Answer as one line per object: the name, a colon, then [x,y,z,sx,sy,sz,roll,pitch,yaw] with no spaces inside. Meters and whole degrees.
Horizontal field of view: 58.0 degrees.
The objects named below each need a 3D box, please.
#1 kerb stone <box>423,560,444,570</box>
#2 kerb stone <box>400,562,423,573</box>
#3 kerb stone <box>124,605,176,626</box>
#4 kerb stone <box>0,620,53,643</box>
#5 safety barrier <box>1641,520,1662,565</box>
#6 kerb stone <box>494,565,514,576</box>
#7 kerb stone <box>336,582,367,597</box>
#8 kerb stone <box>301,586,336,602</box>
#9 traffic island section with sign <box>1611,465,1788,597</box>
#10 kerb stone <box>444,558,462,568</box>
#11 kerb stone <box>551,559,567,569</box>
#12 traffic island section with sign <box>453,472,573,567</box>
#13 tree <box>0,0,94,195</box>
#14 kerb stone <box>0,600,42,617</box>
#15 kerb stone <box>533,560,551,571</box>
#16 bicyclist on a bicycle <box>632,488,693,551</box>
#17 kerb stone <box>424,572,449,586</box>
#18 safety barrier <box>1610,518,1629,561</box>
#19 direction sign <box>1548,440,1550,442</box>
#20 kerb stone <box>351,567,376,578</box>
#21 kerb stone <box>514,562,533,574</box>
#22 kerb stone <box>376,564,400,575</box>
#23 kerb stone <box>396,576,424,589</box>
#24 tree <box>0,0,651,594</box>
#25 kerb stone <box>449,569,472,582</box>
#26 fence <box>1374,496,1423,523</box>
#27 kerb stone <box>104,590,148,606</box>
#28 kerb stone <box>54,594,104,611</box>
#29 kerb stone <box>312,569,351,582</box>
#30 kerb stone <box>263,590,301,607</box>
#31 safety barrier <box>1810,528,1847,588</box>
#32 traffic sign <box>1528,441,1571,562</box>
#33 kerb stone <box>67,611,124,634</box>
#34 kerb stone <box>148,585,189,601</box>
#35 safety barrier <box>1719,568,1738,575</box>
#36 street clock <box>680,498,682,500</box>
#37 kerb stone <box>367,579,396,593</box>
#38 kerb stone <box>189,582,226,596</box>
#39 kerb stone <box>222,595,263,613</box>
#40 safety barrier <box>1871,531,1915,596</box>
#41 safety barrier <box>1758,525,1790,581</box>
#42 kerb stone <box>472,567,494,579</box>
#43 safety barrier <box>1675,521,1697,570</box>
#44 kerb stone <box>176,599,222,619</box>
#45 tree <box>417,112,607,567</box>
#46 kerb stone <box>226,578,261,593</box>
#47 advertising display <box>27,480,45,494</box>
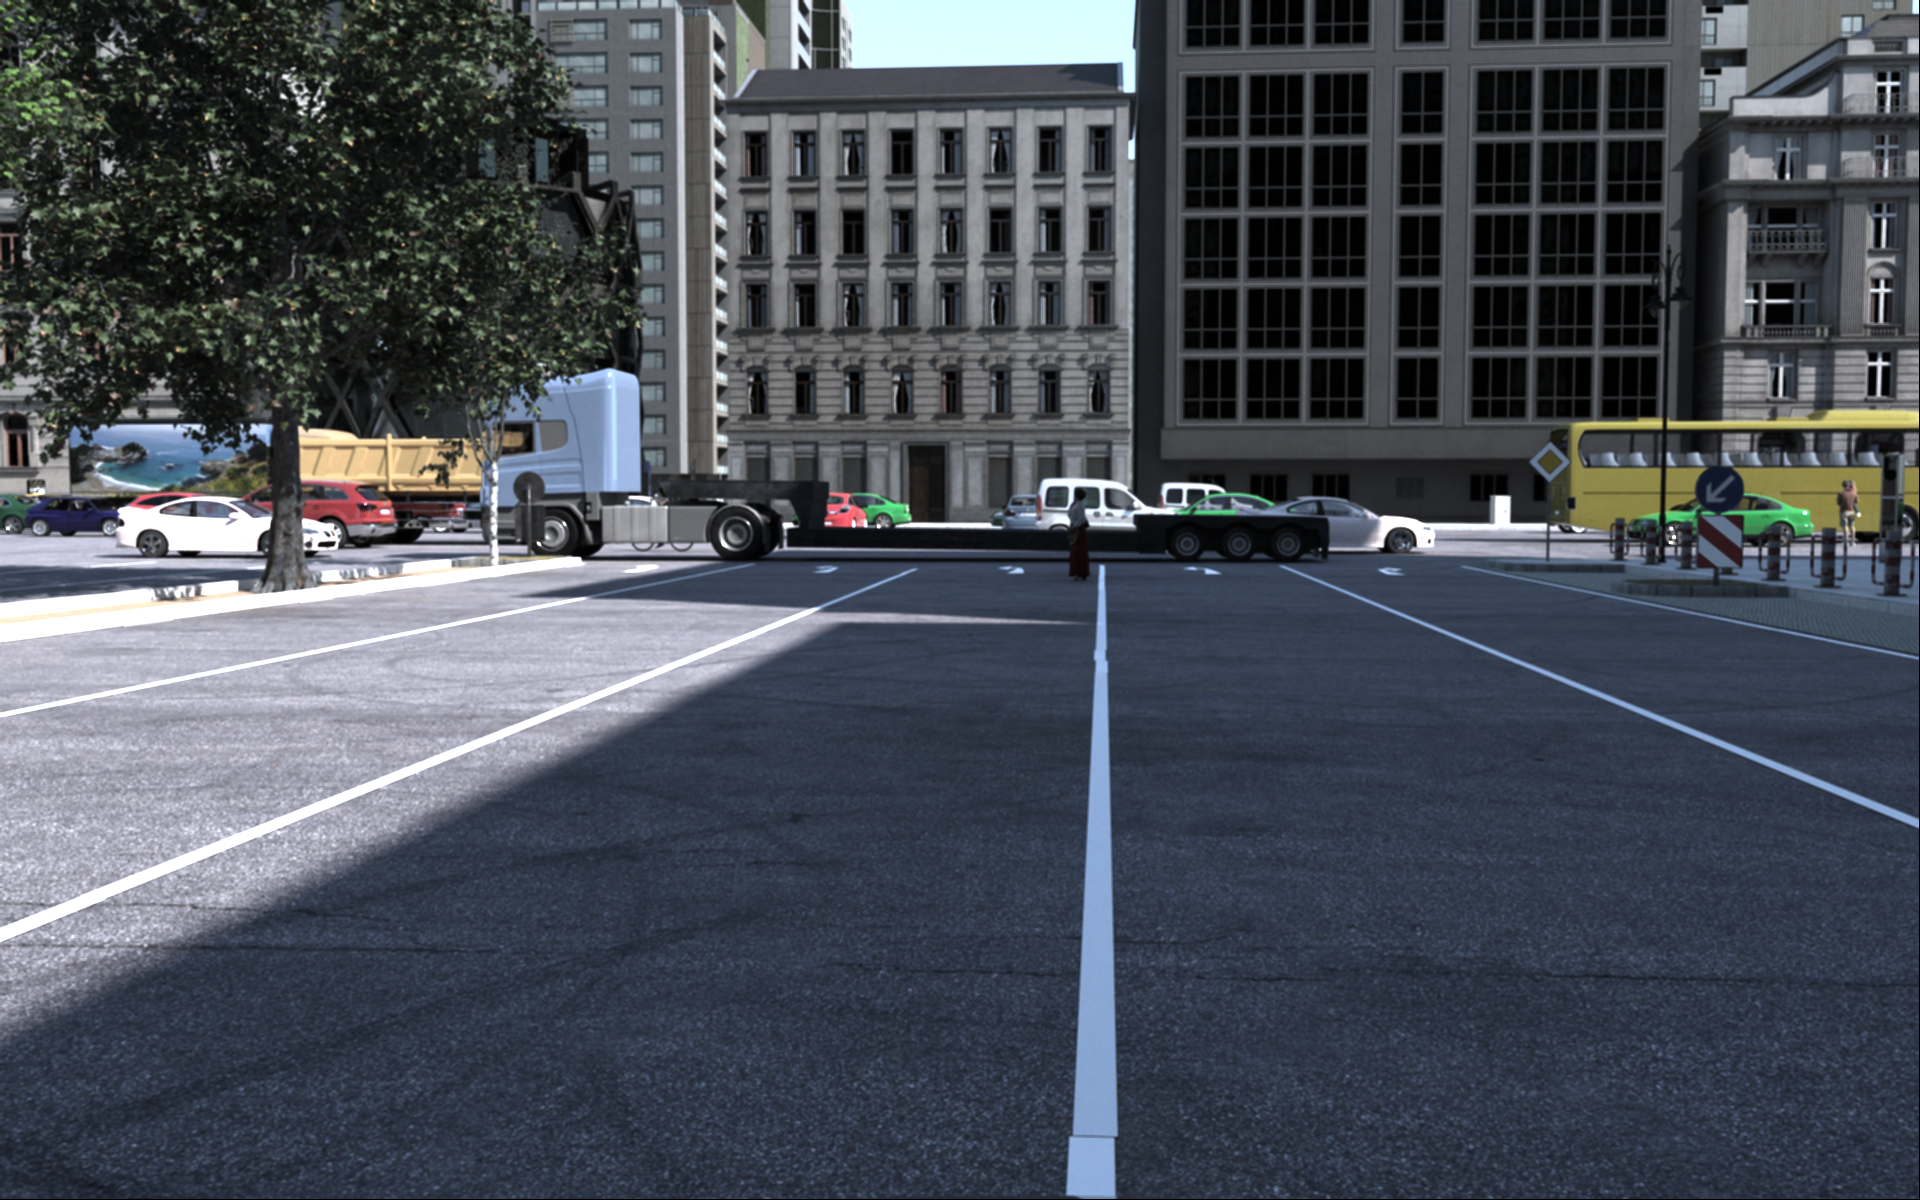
kerb stone: [-10.077,-0.642,32.791,0.120,0.150,1.000,0,4,5]
kerb stone: [-10.155,-0.585,31.766,0.120,0.150,1.000,0,4,5]
kerb stone: [-9.083,0.181,19.275,0.120,0.150,1.000,0,4,5]
kerb stone: [-9.260,0.304,17.221,0.120,0.150,1.000,0,4,5]
safety barrier: [12.528,-1.047,31.394,0.300,0.817,1.120,0,4,5]
kerb stone: [-8.151,-0.513,30.583,0.120,0.150,1.000,0,4,5]
kerb stone: [-8.663,-0.133,24.423,0.120,0.150,1.000,0,4,5]
kerb stone: [-8.741,-0.070,23.392,0.120,0.150,1.000,0,4,5]
traffic island section with sign: [10.519,-0.993,24.871,1.989,1.847,2.006,0,4,5]
kerb stone: [-9.990,-0.711,33.822,0.120,0.150,1.000,0,4,5]
kerb stone: [-7.896,-0.702,33.665,0.120,0.150,1.000,0,4,5]
traffic island section with sign: [-8.848,-1.629,34.770,2.006,1.907,1.989,0,4,5]
tree: [-10.549,-5.221,13.575,9.928,11.665,9.643,0,3,0]
kerb stone: [-11.095,0.106,20.461,0.120,0.150,1.000,0,4,5]
kerb stone: [-7.980,-0.638,32.634,0.120,0.150,1.000,0,4,5]
bicyclist on a bicycle: [-7.462,-2.038,43.342,1.625,1.676,1.499,0,4,4]
kerb stone: [-8.401,-0.319,27.508,0.120,0.150,1.000,0,4,5]
safety barrier: [12.691,-1.165,33.327,0.300,0.817,1.120,0,4,5]
direction sign: [25.153,-4.948,72.895,0.876,3.537,0.379,2,4,33]
kerb stone: [-10.327,-0.459,29.718,0.120,0.150,1.000,0,4,5]
kerb stone: [-8.062,-0.576,31.610,0.120,0.150,1.000,0,4,5]
kerb stone: [-10.243,-0.523,30.742,0.120,0.150,1.000,0,4,5]
kerb stone: [-8.491,-0.262,26.484,0.120,0.150,1.000,0,4,5]
tree: [-9.709,-6.441,24.783,9.611,12.733,9.660,0,3,0]
kerb stone: [-8.317,-0.388,28.532,0.120,0.150,1.000,0,4,5]
fence: [17.946,-3.653,70.933,2.264,1.192,0.480,3,4,38]
kerb stone: [-10.930,-0.016,22.521,0.120,0.150,1.000,0,4,5]
kerb stone: [-11.003,0.043,21.494,0.120,0.150,1.000,0,4,5]
kerb stone: [-10.414,-0.397,28.693,0.120,0.150,1.000,0,4,5]
kerb stone: [-8.837,-0.009,22.369,0.120,0.150,1.000,0,4,5]
safety barrier: [11.890,-0.578,23.719,0.300,0.817,1.120,0,4,5]
traffic sign: [11.149,-1.784,32.804,0.795,2.450,0.064,0,4,5]
kerb stone: [-9.175,0.242,18.245,0.120,0.150,1.000,0,4,5]
kerb stone: [-10.839,-0.082,23.545,0.120,0.150,1.000,0,4,5]
safety barrier: [12.209,-0.812,27.558,0.300,0.817,1.120,0,4,5]
street clock: [-18.918,-6.909,117.533,0.358,2.002,0.471,2,4,31]
kerb stone: [-8.581,-0.199,25.447,0.120,0.150,1.000,0,4,5]
kerb stone: [-10.759,-0.145,24.572,0.120,0.150,1.000,0,4,5]
kerb stone: [-8.919,0.052,21.341,0.120,0.150,1.000,0,4,5]
safety barrier: [11.730,-0.459,21.786,0.300,0.817,1.120,0,4,5]
safety barrier: [12.050,-0.695,25.640,0.300,0.817,1.120,0,4,5]
kerb stone: [-8.237,-0.450,29.557,0.120,0.150,1.000,0,4,5]
safety barrier: [12.366,-0.930,29.475,0.300,0.817,1.120,0,4,5]
kerb stone: [-9.003,0.119,20.313,0.120,0.150,1.000,0,4,5]
tree: [-8.896,-4.907,33.054,4.360,8.622,3.978,0,3,0]
kerb stone: [-10.669,-0.208,25.603,0.120,0.150,1.000,0,4,5]
advertising display: [-41.300,-4.419,77.465,0.123,1.923,0.974,1,4,13]
